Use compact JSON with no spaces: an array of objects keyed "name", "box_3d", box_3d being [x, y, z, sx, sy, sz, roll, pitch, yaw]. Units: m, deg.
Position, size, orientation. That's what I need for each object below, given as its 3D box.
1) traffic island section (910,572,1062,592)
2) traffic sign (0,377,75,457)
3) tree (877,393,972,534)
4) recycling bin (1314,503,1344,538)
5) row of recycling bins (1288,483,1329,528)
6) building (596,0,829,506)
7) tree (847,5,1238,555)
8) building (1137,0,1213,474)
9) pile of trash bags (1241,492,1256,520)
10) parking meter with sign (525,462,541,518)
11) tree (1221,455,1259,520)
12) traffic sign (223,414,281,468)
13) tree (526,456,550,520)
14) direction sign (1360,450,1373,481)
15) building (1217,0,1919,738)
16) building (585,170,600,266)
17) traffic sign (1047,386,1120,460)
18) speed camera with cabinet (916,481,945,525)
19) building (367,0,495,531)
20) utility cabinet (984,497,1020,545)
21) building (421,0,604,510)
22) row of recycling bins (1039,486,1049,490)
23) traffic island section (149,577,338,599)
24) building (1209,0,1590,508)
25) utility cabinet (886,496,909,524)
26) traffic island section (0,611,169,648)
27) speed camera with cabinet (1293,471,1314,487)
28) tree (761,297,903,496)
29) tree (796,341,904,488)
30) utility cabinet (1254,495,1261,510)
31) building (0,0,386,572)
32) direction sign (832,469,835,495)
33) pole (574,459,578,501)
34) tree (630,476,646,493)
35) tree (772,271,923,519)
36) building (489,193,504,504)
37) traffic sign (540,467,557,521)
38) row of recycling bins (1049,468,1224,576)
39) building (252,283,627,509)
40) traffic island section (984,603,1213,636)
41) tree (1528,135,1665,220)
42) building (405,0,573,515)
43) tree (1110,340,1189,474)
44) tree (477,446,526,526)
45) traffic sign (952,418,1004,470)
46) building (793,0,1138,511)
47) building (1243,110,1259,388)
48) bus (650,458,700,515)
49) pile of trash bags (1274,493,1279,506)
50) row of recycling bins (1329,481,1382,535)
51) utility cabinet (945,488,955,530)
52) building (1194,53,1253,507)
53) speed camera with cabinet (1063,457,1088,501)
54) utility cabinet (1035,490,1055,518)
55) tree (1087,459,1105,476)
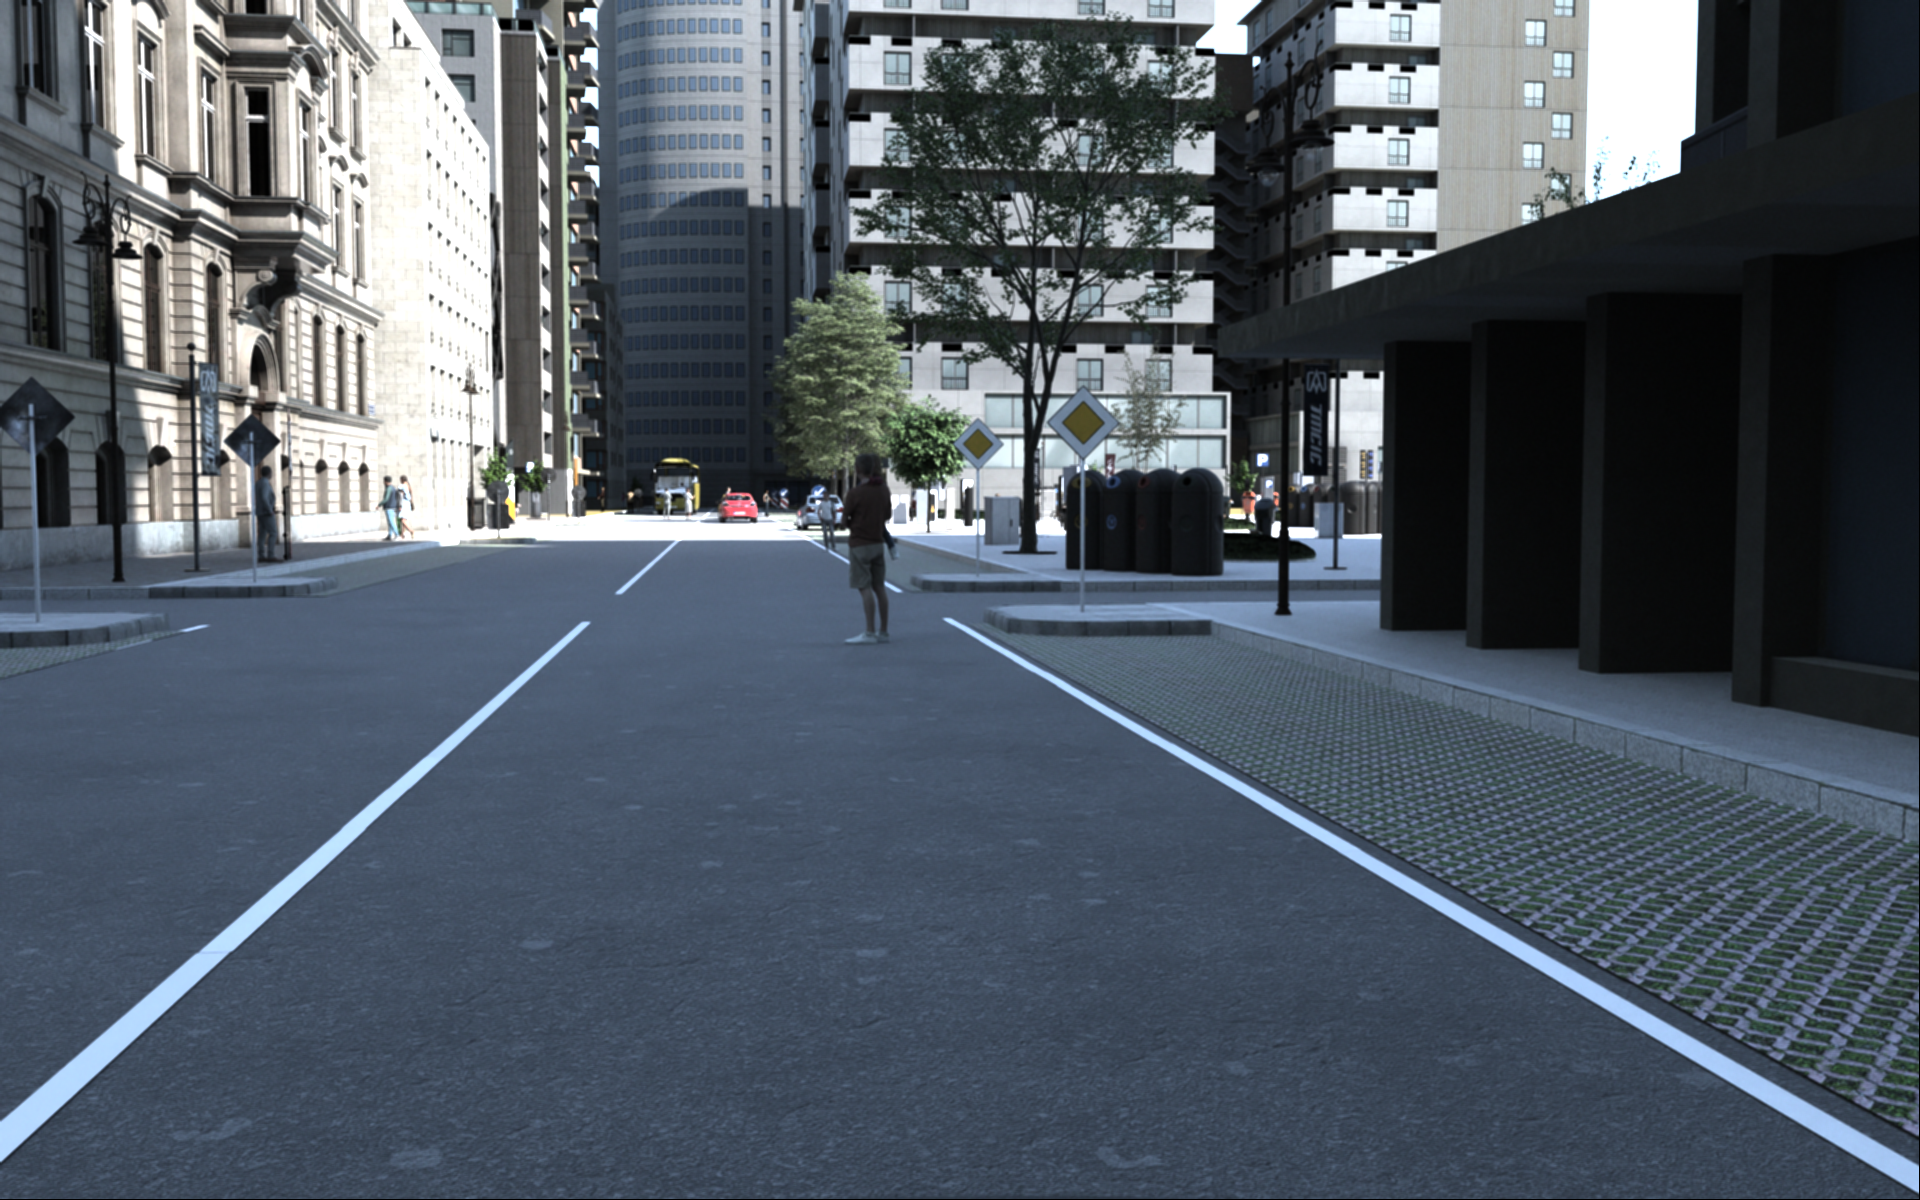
[{"name":"traffic island section","box_3d":[0.319,-0.270,26.693,2.009,0.180,2.903,0,4,-8]},{"name":"traffic sign","box_3d":[-9.257,-0.925,17.310,0.795,2.593,0.064,0,4,-8]},{"name":"tree","box_3d":[-1.100,-4.461,56.659,4.285,4.588,4.351,0,3,0]},{"name":"recycling bin","box_3d":[10.754,-2.322,50.522,0.722,1.027,0.722,0,4,0]},{"name":"row of recycling bins","box_3d":[13.713,-3.638,66.589,1.069,1.692,3.534,-2,4,-27]},{"name":"building","box_3d":[-25.833,-39.881,194.051,28.212,58.520,21.231,0,4,-8]},{"name":"tree","box_3d":[1.650,-6.799,36.916,9.928,11.665,9.643,0,3,0]},{"name":"building","box_3d":[3.985,-33.424,135.725,28.713,52.752,27.495,0,4,-8]},{"name":"pile of trash bags","box_3d":[11.347,-4.074,76.362,3.447,1.369,1.912,1,4,22]},{"name":"parking meter with sign","box_3d":[-23.156,-5.990,94.202,0.543,3.016,1.738,-2,4,-26]},{"name":"tree","box_3d":[14.130,-5.600,86.165,1.663,3.219,1.824,0,3,0]},{"name":"traffic sign","box_3d":[-10.307,-1.409,25.226,0.795,2.593,0.064,0,4,-8]},{"name":"tree","box_3d":[-21.365,-5.660,87.148,1.663,3.219,1.824,0,3,0]},{"name":"direction sign","box_3d":[20.892,-5.937,89.072,0.876,3.537,0.379,-2,4,-32]},{"name":"building","box_3d":[15.189,-21.368,3.998,22.147,44.769,28.867,0,4,-8]},{"name":"building","box_3d":[-52.322,-30.821,195.804,23.993,40.220,32.217,0,4,-8]},{"name":"traffic sign","box_3d":[1.347,-1.009,18.691,0.795,2.593,0.064,0,4,-8]},{"name":"speed camera with cabinet","box_3d":[-1.196,-4.755,72.079,0.660,3.252,2.038,1,4,20]},{"name":"building","box_3d":[-24.602,-12.978,66.943,10.420,20.320,16.860,0,4,-8]},{"name":"utility cabinet","box_3d":[1.071,-1.998,43.837,1.020,1.237,0.306,-3,5,-44]},{"name":"building","box_3d":[-37.969,-28.845,126.236,22.147,44.769,28.867,0,4,-8]},{"name":"row of recycling bins","box_3d":[5.158,-5.359,94.736,1.069,1.692,3.534,2,4,26]},{"name":"traffic island section","box_3d":[-10.330,-0.184,25.290,2.009,0.180,2.903,0,4,-8]},{"name":"building","box_3d":[41.902,-35.390,167.857,27.495,52.752,28.713,0,4,-8]},{"name":"utility cabinet","box_3d":[-2.664,-3.819,73.608,1.020,1.237,0.306,-3,5,-40]},{"name":"traffic island section","box_3d":[-9.279,0.300,17.374,2.009,0.180,2.903,0,4,-8]},{"name":"speed camera with cabinet","box_3d":[14.612,-4.652,70.394,2.038,3.252,0.660,-1,4,-9]},{"name":"tree","box_3d":[-8.226,-12.670,113.807,9.857,13.997,8.962,0,3,0]},{"name":"tree","box_3d":[-5.890,-10.139,100.179,7.601,10.594,8.767,-2,4,-33]},{"name":"utility cabinet","box_3d":[17.011,-5.276,97.426,1.020,1.237,0.306,-2,4,-34]},{"name":"building","box_3d":[-22.736,-13.577,41.076,14.460,24.649,34.723,0,4,-8]},{"name":"direction sign","box_3d":[-6.783,-6.179,93.017,0.379,3.537,0.876,0,4,4]},{"name":"pole","box_3d":[-22.170,-6.494,100.023,0.158,3.312,0.155,0,3,0]},{"name":"tree","box_3d":[-31.251,-10.527,166.716,1.663,3.219,1.824,0,3,0]},{"name":"tree","box_3d":[-5.681,-10.387,87.949,7.486,12.596,7.792,0,3,0]},{"name":"building","box_3d":[-30.857,-13.195,83.188,16.820,18.784,16.811,0,4,-8]},{"name":"traffic sign","box_3d":[-19.630,-5.046,82.615,0.768,2.556,0.104,0,4,-1]},{"name":"row of recycling bins","box_3d":[3.017,-1.314,28.594,1.069,1.692,3.534,-2,4,-35]},{"name":"building","box_3d":[-46.109,-19.167,158.415,28.899,21.520,27.650,0,4,-8]},{"name":"traffic island section","box_3d":[1.370,0.214,18.777,2.009,0.180,2.903,0,4,-8]},{"name":"tree","box_3d":[13.660,-5.279,36.666,4.737,8.622,4.395,0,3,0]},{"name":"building","box_3d":[-31.566,-20.421,105.587,14.160,30.474,14.107,0,4,-8]},{"name":"tree","box_3d":[8.916,-8.162,83.806,4.360,8.622,3.978,0,3,0]},{"name":"tree","box_3d":[-18.523,-4.590,69.644,1.663,3.219,1.824,0,3,0]},{"name":"traffic sign","box_3d":[0.297,-1.493,26.607,0.795,2.593,0.064,0,4,-8]},{"name":"building","box_3d":[-0.737,-35.119,163.436,28.713,52.752,27.495,0,4,-8]},{"name":"building","box_3d":[27.857,-35.326,201.285,21.600,48.544,21.300,0,4,-8]},{"name":"bus","box_3d":[-19.917,-7.990,122.185,2.896,3.916,12.252,0,4,-6]},{"name":"pile of trash bags","box_3d":[20.054,-5.691,102.802,3.447,1.369,1.912,1,4,13]},{"name":"row of recycling bins","box_3d":[13.048,-2.959,55.499,1.069,1.692,3.534,2,4,32]},{"name":"utility cabinet","box_3d":[-0.373,-3.179,60.651,0.318,1.500,1.173,0,4,-3]},{"name":"building","box_3d":[20.076,-31.998,173.276,14.200,45.320,14.600,0,4,-8]},{"name":"speed camera with cabinet","box_3d":[4.025,-3.735,55.409,0.660,3.252,2.038,2,4,34]},{"name":"utility cabinet","box_3d":[4.488,-5.117,92.337,1.173,1.500,0.318,0,4,7]},{"name":"tree","box_3d":[7.532,-6.256,96.885,1.663,3.219,1.824,0,3,0]}]
